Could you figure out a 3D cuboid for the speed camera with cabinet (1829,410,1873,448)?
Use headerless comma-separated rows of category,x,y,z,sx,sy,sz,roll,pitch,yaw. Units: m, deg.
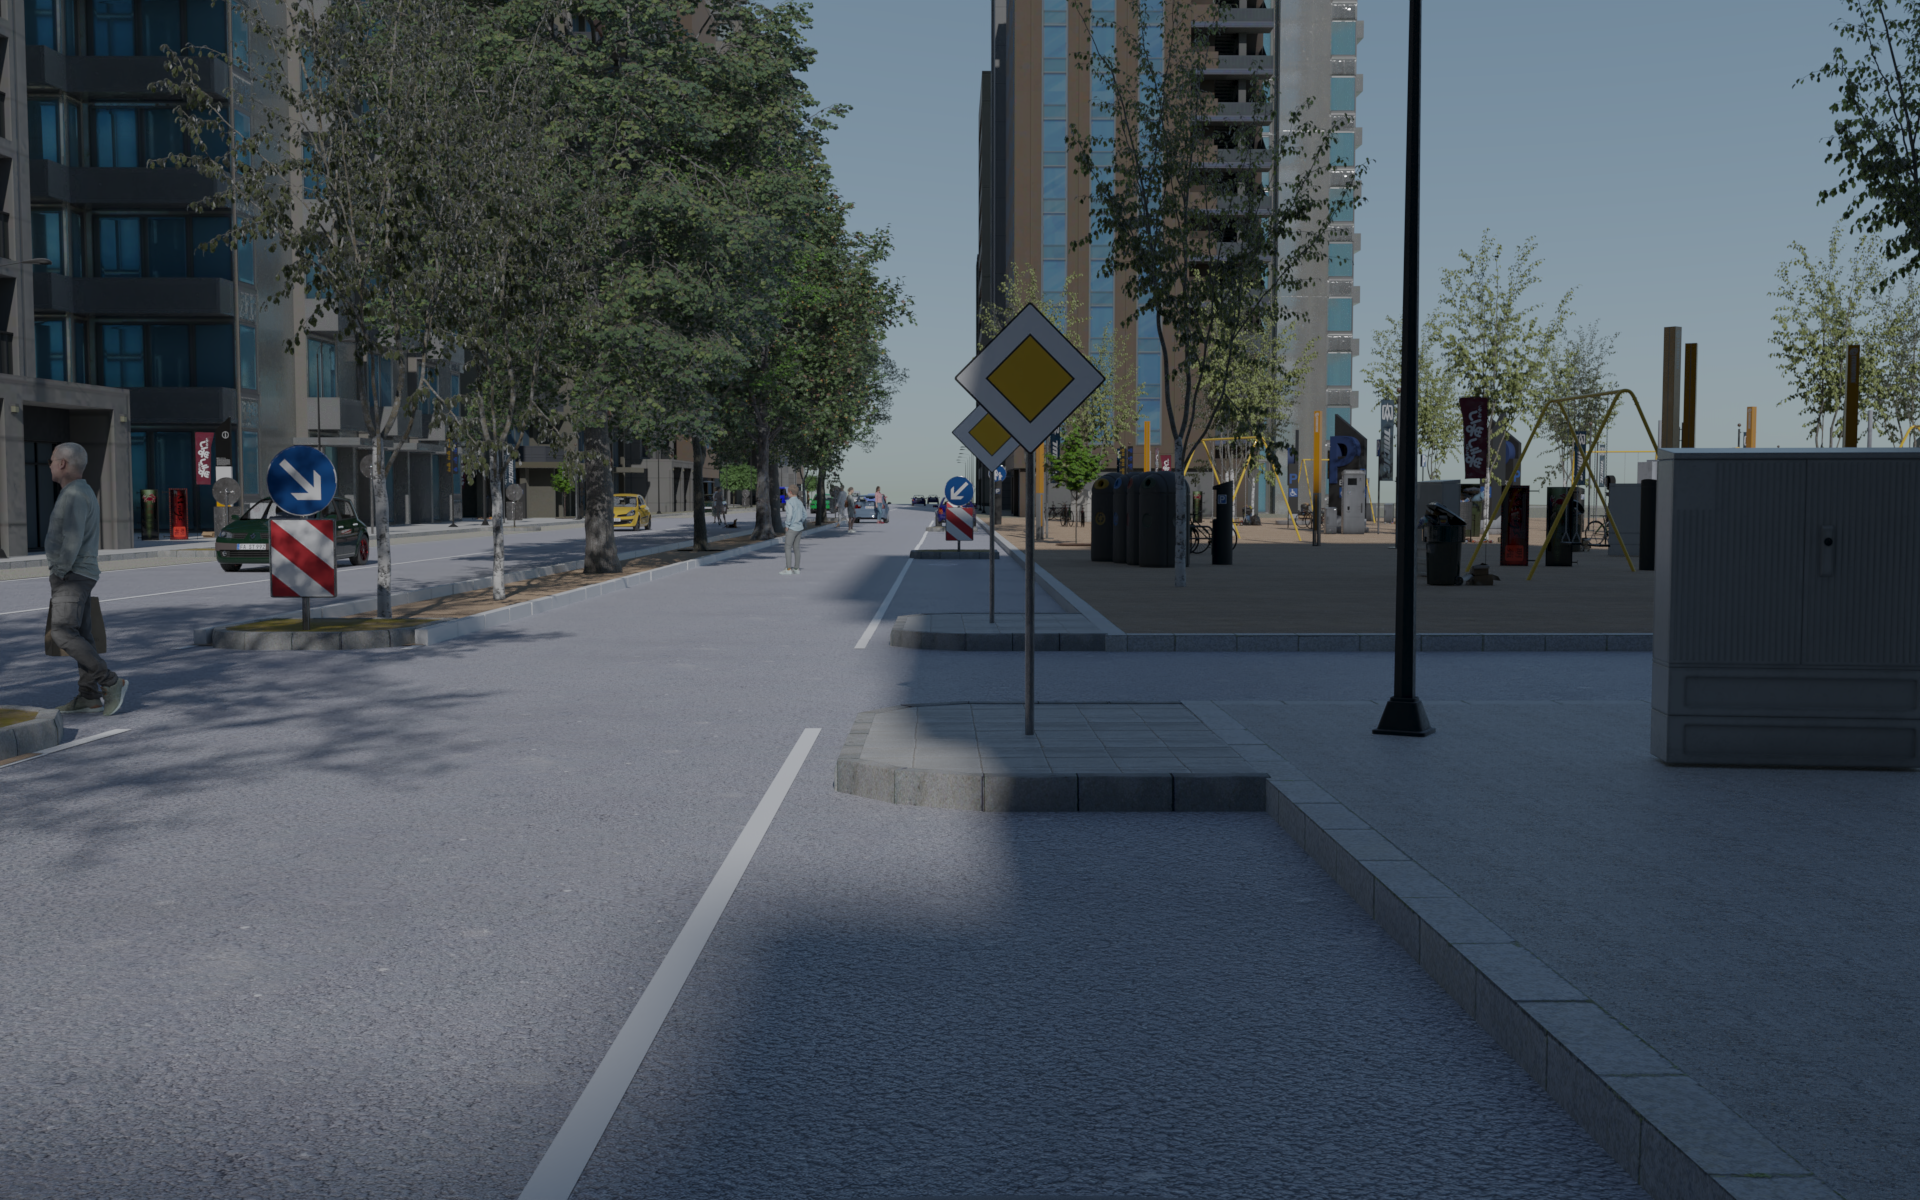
speed camera with cabinet,20.750,-2.842,40.808,2.038,3.252,0.660,0,4,7

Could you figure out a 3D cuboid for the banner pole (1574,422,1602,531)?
banner pole,21.732,-4.301,60.336,0.401,3.779,0.863,-2,4,-35

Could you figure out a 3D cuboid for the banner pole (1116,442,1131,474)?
banner pole,7.907,-5.698,83.174,0.863,3.779,0.401,1,4,20

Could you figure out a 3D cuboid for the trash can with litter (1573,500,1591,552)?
trash can with litter,13.654,-1.664,38.600,0.624,1.170,1.055,3,5,40

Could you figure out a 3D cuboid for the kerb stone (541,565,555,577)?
kerb stone,-7.284,-0.491,30.221,0.120,0.150,1.000,0,4,0

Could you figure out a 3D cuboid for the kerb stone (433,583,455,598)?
kerb stone,-7.252,-0.114,24.053,0.120,0.150,1.000,0,4,0

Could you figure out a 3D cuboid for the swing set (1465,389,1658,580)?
swing set,9.814,-1.798,27.025,2.862,2.851,3.119,0,4,-2

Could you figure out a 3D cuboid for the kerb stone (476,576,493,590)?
kerb stone,-7.261,-0.238,26.120,0.120,0.150,1.000,0,4,0

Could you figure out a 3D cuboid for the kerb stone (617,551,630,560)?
kerb stone,-7.338,-0.929,37.385,0.120,0.150,1.000,0,4,0

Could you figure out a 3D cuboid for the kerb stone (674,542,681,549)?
kerb stone,-7.394,-1.368,44.569,0.120,0.150,1.000,0,4,0

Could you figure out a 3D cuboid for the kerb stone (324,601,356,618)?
kerb stone,-7.220,0.137,19.965,0.120,0.150,1.000,0,4,0

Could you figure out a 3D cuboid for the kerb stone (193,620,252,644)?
kerb stone,-7.200,0.324,16.899,0.120,0.150,1.000,0,4,0

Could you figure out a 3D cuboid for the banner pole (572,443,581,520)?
banner pole,-19.036,-5.856,85.764,0.401,3.779,0.863,-1,4,-18

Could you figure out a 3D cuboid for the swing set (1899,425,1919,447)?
swing set,21.614,-2.479,38.152,2.862,2.851,3.119,0,4,4

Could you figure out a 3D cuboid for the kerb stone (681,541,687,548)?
kerb stone,-7.390,-1.430,45.596,0.120,0.150,1.000,0,4,0

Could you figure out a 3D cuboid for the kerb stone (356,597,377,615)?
kerb stone,-7.234,0.077,20.988,0.120,0.150,1.000,0,4,0

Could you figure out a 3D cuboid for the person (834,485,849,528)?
person,-4.986,-4.021,74.116,0.818,1.842,0.514,0,4,7

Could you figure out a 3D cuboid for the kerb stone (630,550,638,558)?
kerb stone,-7.353,-0.990,38.414,0.120,0.150,1.000,0,4,0

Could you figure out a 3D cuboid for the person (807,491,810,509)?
person,-14.348,-9.504,164.602,0.721,1.735,1.217,0,4,-2

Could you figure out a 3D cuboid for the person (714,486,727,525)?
person,-10.977,-4.318,79.441,0.599,1.781,0.374,2,4,24

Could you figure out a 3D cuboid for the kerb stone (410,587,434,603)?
kerb stone,-7.244,-0.050,23.031,0.120,0.150,1.000,0,4,0

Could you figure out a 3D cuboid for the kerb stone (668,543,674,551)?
kerb stone,-7.386,-1.306,43.543,0.120,0.150,1.000,0,4,0

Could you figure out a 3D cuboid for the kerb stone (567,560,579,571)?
kerb stone,-7.313,-0.616,32.264,0.120,0.150,1.000,0,4,0

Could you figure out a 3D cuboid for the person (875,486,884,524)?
person,-3.894,-4.572,83.265,0.388,1.821,0.555,1,4,22

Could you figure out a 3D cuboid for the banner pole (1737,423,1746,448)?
banner pole,27.787,-4.365,61.383,0.863,3.779,0.401,0,4,-7

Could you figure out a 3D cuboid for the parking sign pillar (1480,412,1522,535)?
parking sign pillar,16.974,-4.080,55.186,1.447,3.967,1.447,2,4,35

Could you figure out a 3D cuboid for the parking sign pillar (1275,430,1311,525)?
parking sign pillar,13.866,-5.111,72.030,1.447,3.967,1.447,1,4,11

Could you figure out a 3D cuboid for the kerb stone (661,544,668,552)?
kerb stone,-7.371,-1.243,42.521,0.120,0.150,1.000,0,4,0

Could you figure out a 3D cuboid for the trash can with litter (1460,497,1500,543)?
trash can with litter,13.650,-2.116,45.656,2.233,1.210,1.678,0,4,-7

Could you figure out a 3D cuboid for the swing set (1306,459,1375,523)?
swing set,16.584,-4.896,77.662,3.119,2.851,2.862,-1,4,-12

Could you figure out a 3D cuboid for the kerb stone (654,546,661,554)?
kerb stone,-7.368,-1.179,41.492,0.120,0.150,1.000,0,4,0

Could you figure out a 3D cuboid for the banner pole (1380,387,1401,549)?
banner pole,10.097,-3.090,40.544,0.863,3.779,0.401,-2,4,-35

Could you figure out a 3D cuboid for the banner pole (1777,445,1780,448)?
banner pole,41.771,-6.057,89.046,0.863,3.779,0.401,2,4,29

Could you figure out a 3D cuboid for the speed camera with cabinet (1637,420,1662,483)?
speed camera with cabinet,19.306,-3.216,46.911,2.038,3.252,0.660,-2,4,-24

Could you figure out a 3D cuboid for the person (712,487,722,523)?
person,-11.805,-4.618,84.234,0.478,1.798,0.641,-3,4,-38

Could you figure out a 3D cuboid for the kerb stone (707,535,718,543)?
kerb stone,-7.438,-1.807,51.736,0.120,0.150,1.000,0,4,0

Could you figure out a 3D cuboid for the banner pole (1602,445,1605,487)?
banner pole,28.373,-5.308,76.808,0.863,3.779,0.401,-3,4,-39

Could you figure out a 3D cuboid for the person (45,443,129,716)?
person,-5.775,-0.148,11.411,0.515,1.767,0.782,-2,4,-24

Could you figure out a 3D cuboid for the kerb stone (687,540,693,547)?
kerb stone,-7.401,-1.494,46.618,0.120,0.150,1.000,0,4,0

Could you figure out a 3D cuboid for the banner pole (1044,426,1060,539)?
banner pole,2.609,-3.620,49.204,0.401,3.779,0.863,-2,4,-33

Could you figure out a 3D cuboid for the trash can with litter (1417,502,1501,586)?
trash can with litter,7.030,-0.797,24.422,1.055,1.170,0.624,0,4,-8

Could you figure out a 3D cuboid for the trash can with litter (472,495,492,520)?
trash can with litter,-24.009,-4.701,87.920,1.678,1.210,2.233,-2,4,-34

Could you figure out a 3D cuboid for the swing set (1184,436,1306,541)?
swing set,7.421,-3.096,48.244,2.862,2.851,3.119,-2,4,-27

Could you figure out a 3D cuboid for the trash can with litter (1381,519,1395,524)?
trash can with litter,18.647,-3.858,74.133,1.678,1.210,2.233,1,4,21

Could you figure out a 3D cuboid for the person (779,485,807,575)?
person,-2.981,-1.265,30.998,0.330,1.601,0.589,3,4,38

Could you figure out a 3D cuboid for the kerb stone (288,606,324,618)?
kerb stone,-7.228,0.199,18.943,0.120,0.150,1.000,0,4,0

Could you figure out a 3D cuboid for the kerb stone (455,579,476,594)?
kerb stone,-7.253,-0.177,25.088,0.120,0.150,1.000,0,4,0

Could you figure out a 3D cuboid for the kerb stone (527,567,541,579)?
kerb stone,-7.283,-0.426,29.199,0.120,0.150,1.000,0,4,0

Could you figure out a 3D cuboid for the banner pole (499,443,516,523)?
banner pole,-19.814,-5.255,75.928,0.401,3.779,0.863,3,5,42

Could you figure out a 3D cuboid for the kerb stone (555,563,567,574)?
kerb stone,-7.301,-0.548,31.243,0.120,0.150,1.000,0,4,0

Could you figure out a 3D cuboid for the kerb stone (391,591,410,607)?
kerb stone,-7.240,0.014,22.009,0.120,0.150,1.000,0,4,0

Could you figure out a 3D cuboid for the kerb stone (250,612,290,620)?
kerb stone,-7.210,0.264,17.921,0.120,0.150,1.000,0,4,0

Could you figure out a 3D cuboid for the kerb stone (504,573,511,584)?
kerb stone,-7.268,-0.303,27.148,0.120,0.150,1.000,0,4,0

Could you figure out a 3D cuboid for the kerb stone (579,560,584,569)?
kerb stone,-7.316,-0.678,33.286,0.120,0.150,1.000,0,4,0

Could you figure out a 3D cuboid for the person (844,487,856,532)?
person,-4.089,-3.387,64.876,0.522,1.701,0.512,-1,4,-18

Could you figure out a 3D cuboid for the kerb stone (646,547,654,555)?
kerb stone,-7.364,-1.109,40.465,0.120,0.150,1.000,0,4,0

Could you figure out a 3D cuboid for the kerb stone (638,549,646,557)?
kerb stone,-7.354,-1.050,39.437,0.120,0.150,1.000,0,4,0

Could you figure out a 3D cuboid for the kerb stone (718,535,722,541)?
kerb stone,-7.441,-1.870,52.769,0.120,0.150,1.000,0,4,0

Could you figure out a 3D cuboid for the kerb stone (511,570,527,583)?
kerb stone,-7.276,-0.366,28.177,0.120,0.150,1.000,0,4,0

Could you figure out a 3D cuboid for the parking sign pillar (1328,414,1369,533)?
parking sign pillar,12.914,-4.233,57.681,1.447,3.967,1.447,-3,4,-37
